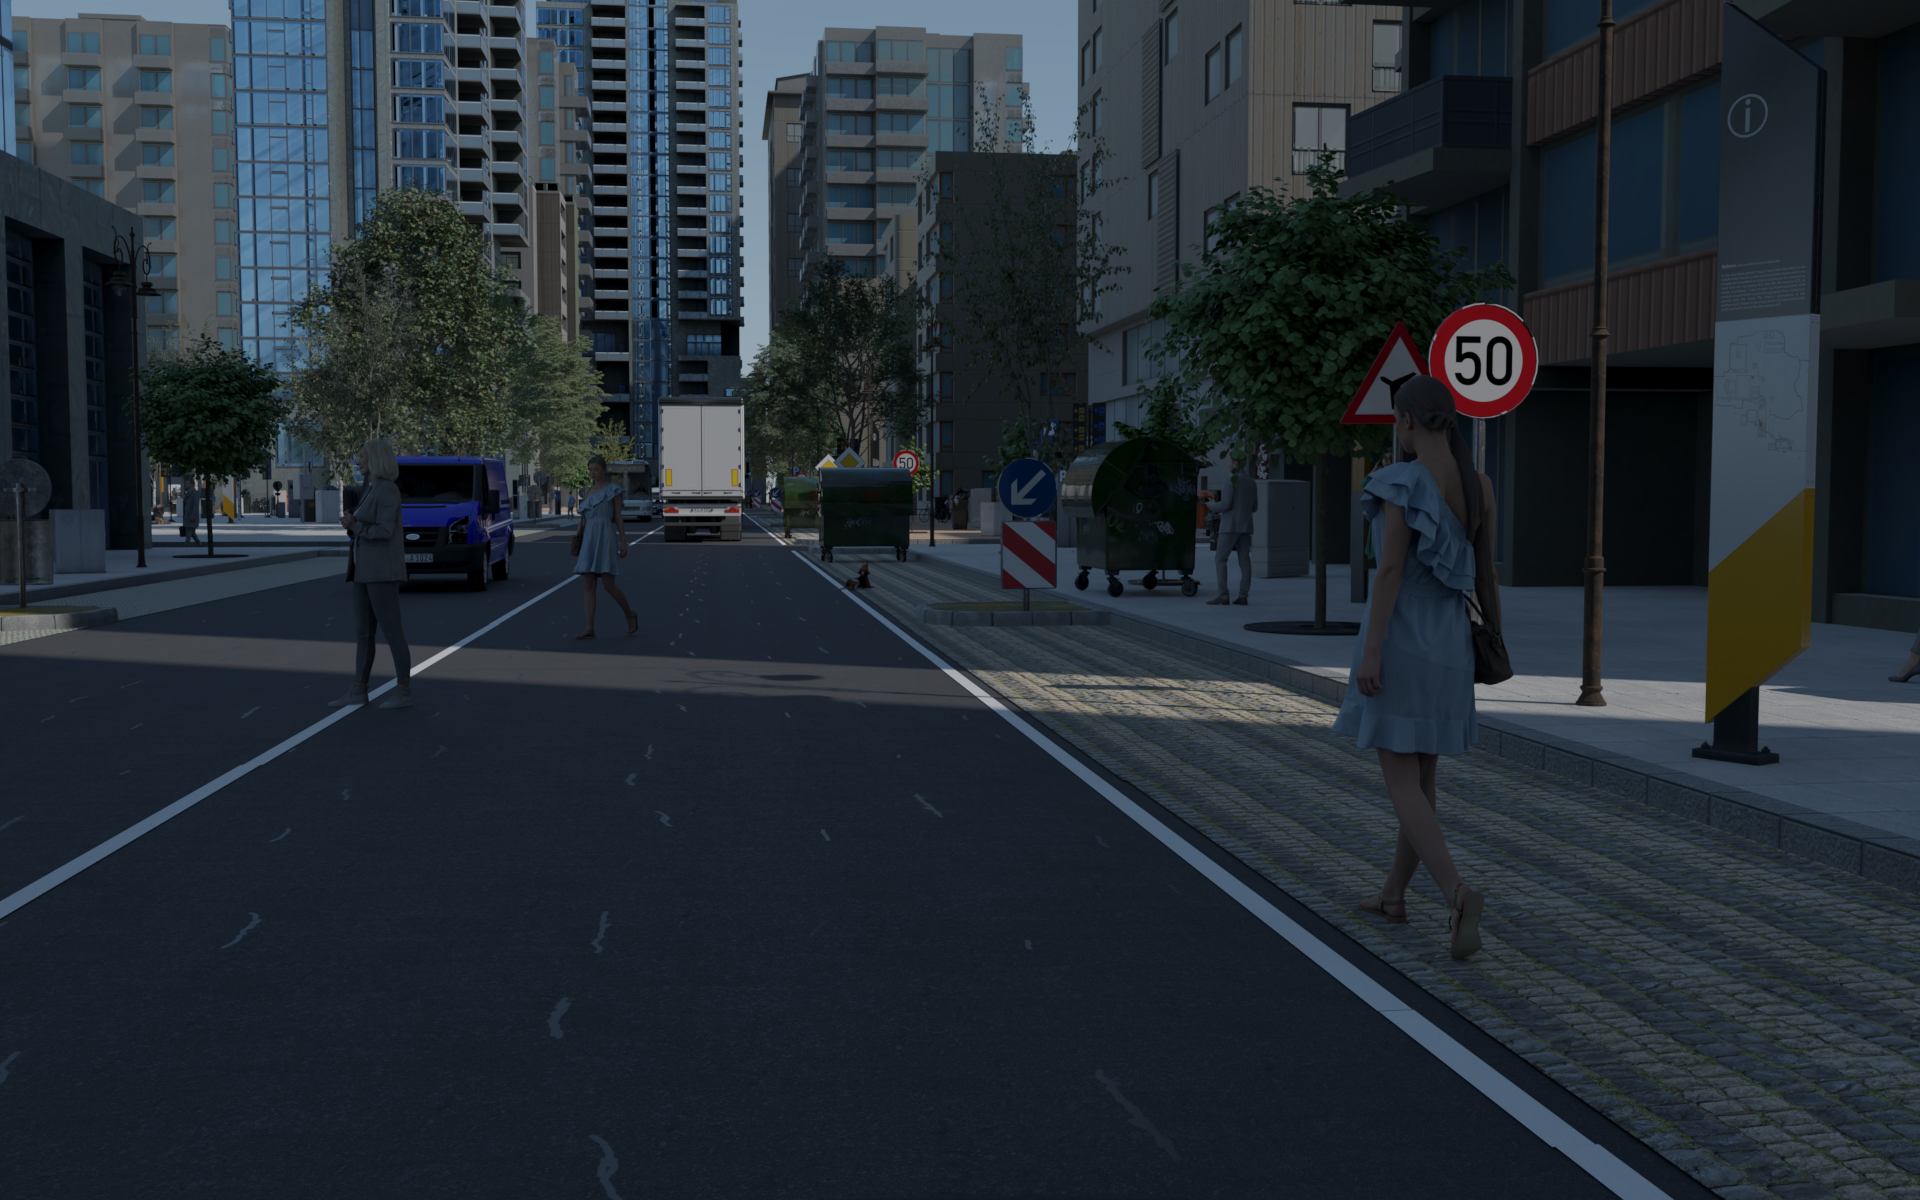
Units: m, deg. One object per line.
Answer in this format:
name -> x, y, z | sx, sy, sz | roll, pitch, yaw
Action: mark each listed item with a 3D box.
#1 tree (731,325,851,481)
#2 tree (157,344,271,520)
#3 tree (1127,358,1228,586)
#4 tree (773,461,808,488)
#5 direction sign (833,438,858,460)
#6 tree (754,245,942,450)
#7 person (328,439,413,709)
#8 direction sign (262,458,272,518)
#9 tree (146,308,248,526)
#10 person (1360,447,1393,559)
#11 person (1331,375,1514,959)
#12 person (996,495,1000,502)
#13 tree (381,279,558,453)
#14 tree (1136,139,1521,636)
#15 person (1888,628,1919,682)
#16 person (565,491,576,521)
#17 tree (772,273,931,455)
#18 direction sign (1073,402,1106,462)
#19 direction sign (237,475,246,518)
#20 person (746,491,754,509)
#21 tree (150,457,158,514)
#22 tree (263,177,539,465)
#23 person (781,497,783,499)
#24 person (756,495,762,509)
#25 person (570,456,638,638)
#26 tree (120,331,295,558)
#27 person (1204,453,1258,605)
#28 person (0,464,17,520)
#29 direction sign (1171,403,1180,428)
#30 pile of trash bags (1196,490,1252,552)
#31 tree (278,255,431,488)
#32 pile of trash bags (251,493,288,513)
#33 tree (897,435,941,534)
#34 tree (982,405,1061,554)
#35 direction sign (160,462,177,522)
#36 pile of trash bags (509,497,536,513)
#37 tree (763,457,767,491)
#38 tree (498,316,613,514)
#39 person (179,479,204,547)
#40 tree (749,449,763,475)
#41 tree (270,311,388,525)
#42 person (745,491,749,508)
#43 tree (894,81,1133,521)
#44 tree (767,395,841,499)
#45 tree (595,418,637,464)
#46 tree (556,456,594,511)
tree -> -12.629, -13.682, 130.355 | 9.857, 13.997, 8.962 | 0, 3, 0
tree -> -35.465, -8.200, 84.432 | 4.737, 8.622, 4.395 | 0, 3, 0
tree -> 2.859, -1.841, 24.709 | 1.663, 3.219, 1.824 | 0, 3, 0
tree -> -13.412, -9.514, 139.268 | 4.285, 4.588, 4.351 | 0, 3, 0
direction sign -> -4.581, -4.808, 70.615 | 0.876, 3.537, 0.379 | -1, 4, -17
tree -> -4.284, -8.028, 65.678 | 7.601, 10.594, 8.767 | -1, 4, -8
person -> -3.939, -0.177, 11.570 | 0.526, 1.800, 0.537 | -2, 4, -27
direction sign -> -37.661, -6.247, 94.141 | 0.876, 3.537, 0.379 | 3, 4, 38
tree -> -30.441, -7.280, 69.397 | 4.360, 8.622, 3.978 | 0, 3, 0
person -> 4.757, -0.787, 19.159 | 0.600, 1.795, 0.529 | 2, 4, 24
person -> 1.532, 0.185, 5.570 | 0.616, 1.811, 0.778 | -1, 4, -15
person -> 1.413, -3.169, 62.527 | 0.362, 1.253, 0.373 | 3, 4, 38
tree -> -22.304, -9.379, 79.108 | 9.928, 11.665, 9.643 | 0, 3, 0
tree -> 3.369, -1.995, 16.328 | 4.285, 4.588, 4.351 | 0, 3, 0
person -> 6.694, -0.332, 11.749 | 0.520, 1.790, 0.573 | -3, 5, -43
person -> -20.778, -5.023, 92.434 | 0.330, 1.601, 0.589 | 3, 5, 40
tree -> -5.131, -9.580, 82.383 | 9.928, 11.665, 9.643 | 0, 3, 0
direction sign -> 3.207, -3.119, 42.996 | 0.876, 3.537, 0.379 | 2, 4, 27
direction sign -> -39.048, -6.237, 93.972 | 0.876, 3.537, 0.379 | 1, 4, 17
person -> -20.440, -9.743, 168.514 | 0.721, 1.735, 1.217 | -3, 5, -44
tree -> -47.567, -9.288, 102.223 | 4.737, 8.622, 4.395 | 0, 3, 0
tree -> -19.809, -8.914, 62.758 | 9.611, 12.733, 9.660 | 0, 3, 0
person -> -15.002, -8.539, 148.918 | 1.065, 1.426, 0.557 | -2, 4, -30
person -> -18.758, -9.322, 161.575 | 0.551, 1.740, 0.621 | -1, 4, -20
person -> -3.605, -0.536, 17.358 | 0.616, 1.811, 0.778 | 2, 4, 34
tree -> -15.229, -3.151, 35.239 | 4.285, 4.588, 4.351 | 0, 3, 0
person -> 3.141, -0.848, 20.108 | 0.583, 1.804, 0.606 | 3, 5, 43
person -> -15.950, -1.386, 28.877 | 0.590, 1.801, 0.661 | 1, 4, 15
direction sign -> 5.093, -3.125, 43.094 | 0.876, 3.537, 0.379 | -2, 4, -28
pile of trash bags -> 6.404, -1.838, 39.809 | 1.912, 1.369, 3.447 | -2, 4, -29
tree -> -18.278, -6.286, 53.144 | 4.360, 8.622, 3.978 | 0, 3, 0
pile of trash bags -> -46.514, -6.587, 117.448 | 1.912, 1.369, 3.447 | 1, 4, 13
tree -> -1.433, -3.789, 56.548 | 1.663, 3.219, 1.824 | 0, 3, 0
tree -> 1.215, -2.588, 36.912 | 1.663, 3.219, 1.824 | 0, 3, 0
direction sign -> -36.227, -5.348, 79.440 | 0.876, 3.537, 0.379 | 0, 4, 7
pile of trash bags -> -31.046, -6.748, 120.074 | 3.447, 1.369, 1.912 | 0, 4, -2
tree -> -14.686, -12.307, 151.589 | 4.737, 8.622, 4.395 | 0, 3, 0
tree -> -26.102, -11.756, 110.339 | 7.486, 12.596, 7.792 | 0, 3, 0
person -> -19.202, -2.114, 43.169 | 0.767, 1.812, 0.694 | -3, 5, -44
tree -> -18.724, -13.433, 169.986 | 4.737, 8.622, 4.395 | 0, 3, 0
tree -> -25.066, -7.359, 70.678 | 4.737, 8.622, 4.395 | 0, 3, 0
person -> -21.637, -10.220, 176.323 | 0.721, 1.736, 1.217 | 0, 4, -2
tree -> 1.196, -4.907, 30.586 | 4.360, 8.622, 3.978 | 0, 3, 0
tree -> -9.406, -9.914, 112.463 | 4.737, 8.622, 4.395 | 0, 3, 0
tree -> -33.857, -13.395, 169.369 | 4.737, 8.622, 4.395 | 0, 3, 0
tree -> -28.416, -8.849, 128.396 | 4.285, 4.588, 4.351 | 0, 3, 0
